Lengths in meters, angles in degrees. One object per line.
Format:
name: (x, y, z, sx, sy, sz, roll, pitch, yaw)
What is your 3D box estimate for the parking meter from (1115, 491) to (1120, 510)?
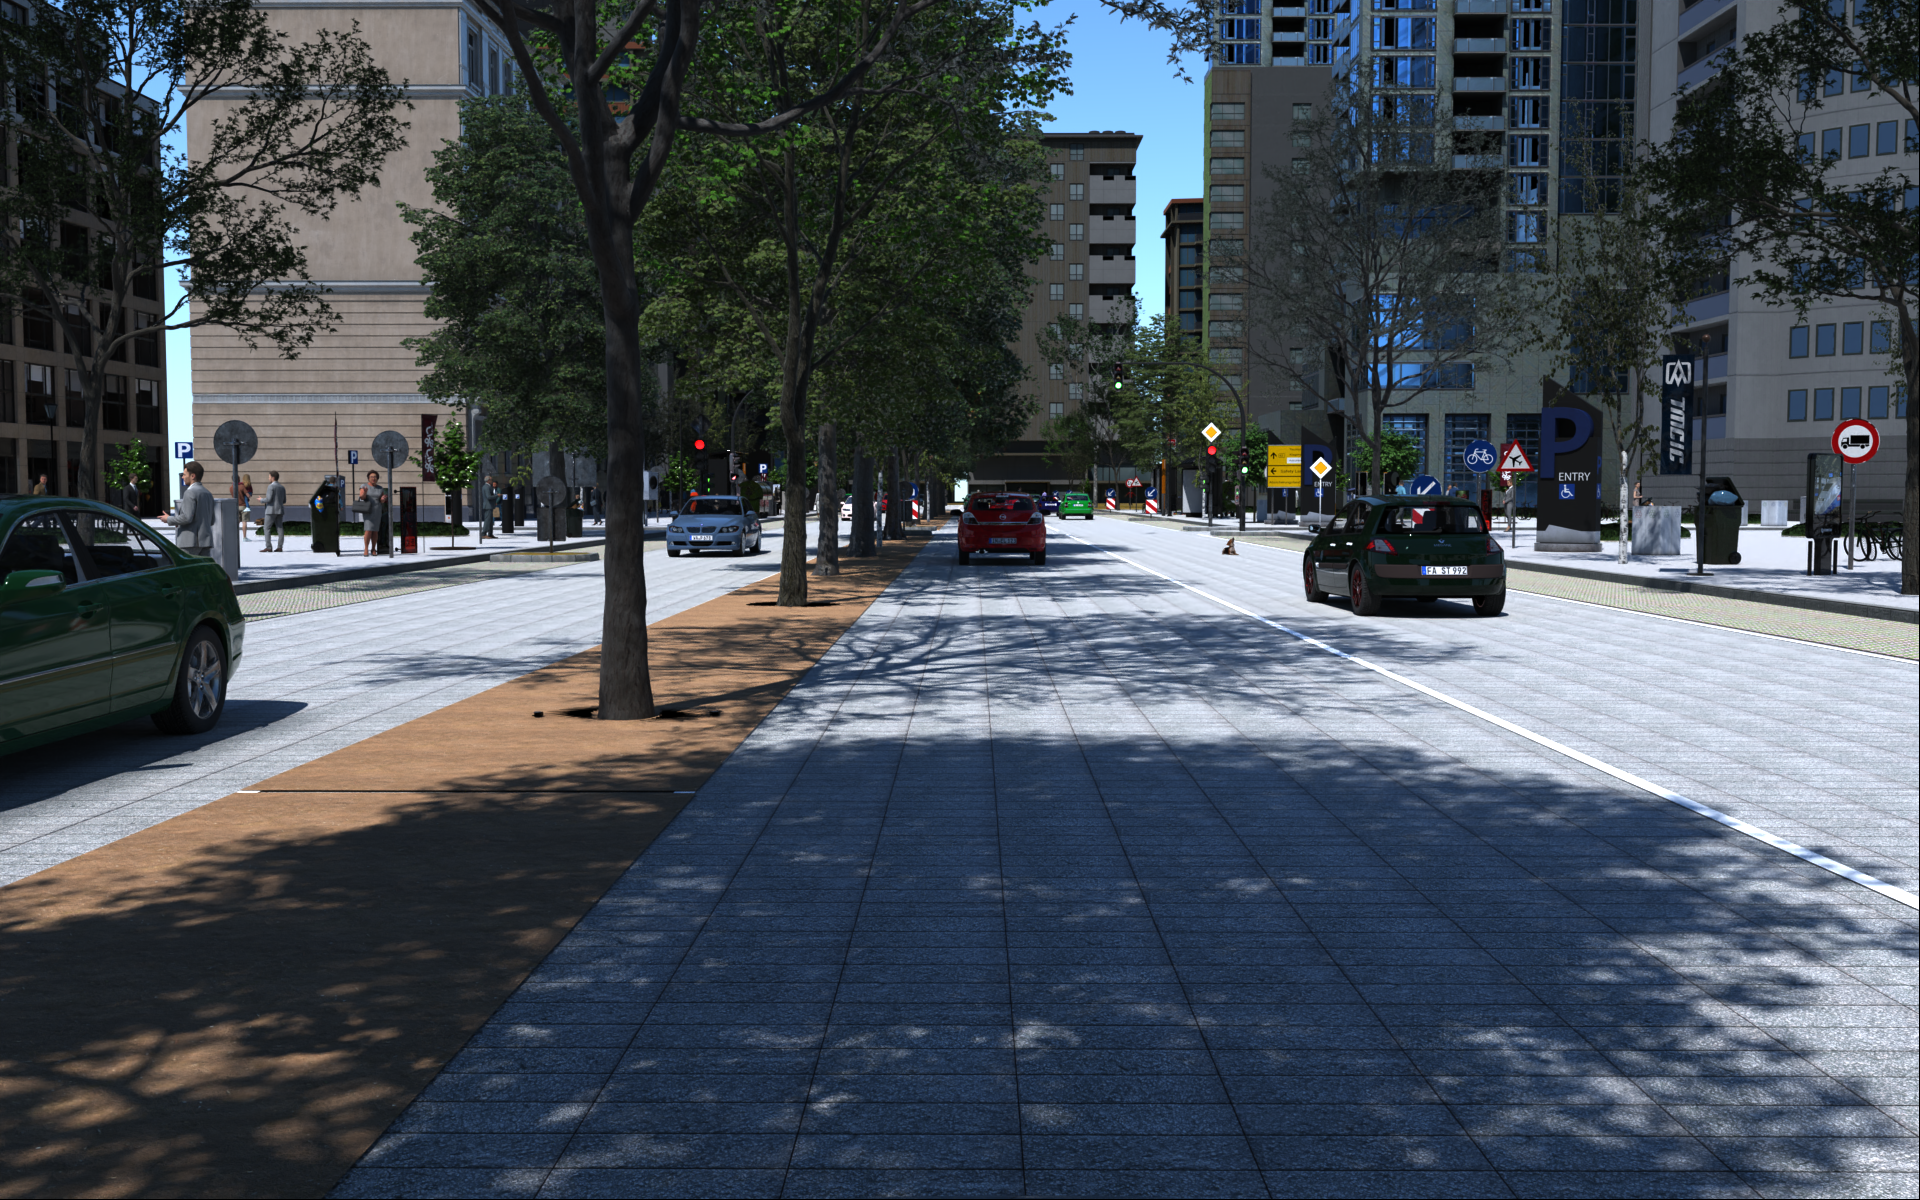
parking meter: (12.949, -8.189, 142.296, 0.372, 1.533, 0.369, 0, 3, 0)

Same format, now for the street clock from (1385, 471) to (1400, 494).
street clock: (13.788, -3.100, 55.249, 0.471, 2.002, 0.358, -3, 5, -40)

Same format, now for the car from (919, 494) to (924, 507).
car: (-4.758, -11.193, 192.786, 2.009, 1.686, 4.222, 0, 4, 2)

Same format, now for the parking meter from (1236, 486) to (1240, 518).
parking meter: (14.732, -5.223, 91.103, 0.399, 1.863, 0.255, -1, 4, -12)

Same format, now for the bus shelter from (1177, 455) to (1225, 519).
bus shelter: (12.966, -6.053, 92.893, 2.014, 3.302, 5.546, 0, 4, 1)

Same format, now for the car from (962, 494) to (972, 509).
car: (1.252, -9.339, 164.494, 2.131, 1.459, 4.920, 0, 4, 0)

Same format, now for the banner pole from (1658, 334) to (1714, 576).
banner pole: (11.464, -2.280, 27.293, 0.863, 3.779, 0.401, 1, 4, 18)

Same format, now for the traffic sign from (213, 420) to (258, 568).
traffic sign: (-12.466, -1.817, 29.816, 0.768, 2.556, 0.104, 0, 4, 1)

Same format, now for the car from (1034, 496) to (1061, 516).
car: (5.694, -6.027, 111.117, 1.945, 1.354, 3.894, 0, 4, -1)

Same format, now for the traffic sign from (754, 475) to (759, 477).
traffic sign: (-13.637, -7.129, 116.667, 0.768, 2.556, 0.104, 0, 4, 5)

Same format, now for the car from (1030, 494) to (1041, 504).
car: (6.306, -8.477, 150.397, 2.131, 1.459, 4.920, 0, 4, -2)

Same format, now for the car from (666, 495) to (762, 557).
car: (-5.775, -1.777, 41.062, 2.014, 1.417, 4.499, 0, 4, 1)

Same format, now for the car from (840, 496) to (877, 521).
car: (-5.413, -4.996, 94.053, 2.083, 1.381, 4.827, 0, 4, 0)

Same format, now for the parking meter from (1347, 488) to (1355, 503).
parking meter: (15.435, -3.660, 68.251, 0.372, 1.533, 0.369, 0, 3, 0)

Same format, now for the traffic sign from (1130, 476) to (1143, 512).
traffic sign: (12.547, -7.535, 123.202, 0.884, 2.594, 0.081, 0, 4, 8)

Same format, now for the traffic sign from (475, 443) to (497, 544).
traffic sign: (-12.319, -2.719, 44.453, 0.884, 2.594, 0.081, 0, 4, 2)

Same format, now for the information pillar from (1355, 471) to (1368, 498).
information pillar: (13.051, -3.172, 56.349, 0.304, 2.012, 0.304, -1, 4, -9)

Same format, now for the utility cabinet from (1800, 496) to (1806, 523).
utility cabinet: (27.945, -2.808, 57.074, 0.306, 1.237, 1.020, 1, 4, 13)

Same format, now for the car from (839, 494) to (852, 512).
car: (-8.243, -7.598, 133.015, 1.959, 1.807, 4.718, 0, 4, 2)

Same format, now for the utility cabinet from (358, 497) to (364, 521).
utility cabinet: (-19.279, -2.809, 57.088, 1.020, 1.237, 0.306, 0, 4, 7)

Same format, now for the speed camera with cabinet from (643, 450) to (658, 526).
speed camera with cabinet: (-12.641, -4.508, 68.049, 0.660, 3.252, 2.038, 1, 4, 22)

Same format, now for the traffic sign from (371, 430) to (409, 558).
traffic sign: (-11.416, -2.116, 34.698, 0.768, 2.556, 0.104, 0, 4, 5)

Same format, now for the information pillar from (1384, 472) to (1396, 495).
information pillar: (14.570, -3.317, 58.728, 0.304, 2.012, 0.304, -2, 4, -31)

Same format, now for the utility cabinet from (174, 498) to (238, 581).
utility cabinet: (-11.165, -0.886, 25.643, 1.020, 1.237, 0.306, 2, 4, 27)

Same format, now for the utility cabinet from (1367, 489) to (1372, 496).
utility cabinet: (16.415, -3.753, 70.038, 0.318, 1.500, 1.173, 2, 4, 33)

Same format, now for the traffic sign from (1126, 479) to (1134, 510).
traffic sign: (13.958, -8.678, 141.991, 0.768, 2.556, 0.104, 0, 4, 6)

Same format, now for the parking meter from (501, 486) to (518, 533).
parking meter: (-14.798, -2.951, 56.657, 0.372, 1.533, 0.369, 0, 3, 0)

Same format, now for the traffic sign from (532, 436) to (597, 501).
traffic sign: (-13.801, -4.070, 60.415, 2.265, 3.308, 0.079, 0, 4, 3)

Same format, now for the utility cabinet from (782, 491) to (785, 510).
utility cabinet: (-14.010, -7.981, 139.164, 0.318, 1.500, 1.173, -2, 4, -23)

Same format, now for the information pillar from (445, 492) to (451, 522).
information pillar: (-20.296, -3.934, 68.814, 0.304, 2.012, 0.304, 0, 4, -7)

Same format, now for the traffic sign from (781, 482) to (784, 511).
traffic sign: (-13.185, -7.793, 127.521, 0.768, 2.556, 0.104, 1, 4, 9)

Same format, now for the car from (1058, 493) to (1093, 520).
car: (6.513, -5.423, 97.458, 1.959, 1.807, 4.718, 0, 4, 0)

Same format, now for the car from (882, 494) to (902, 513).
car: (-4.991, -7.381, 129.715, 2.155, 1.783, 4.494, 0, 4, 0)

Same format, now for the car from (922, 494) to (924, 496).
car: (-4.190, -12.329, 213.575, 2.014, 1.417, 4.499, 0, 4, -1)

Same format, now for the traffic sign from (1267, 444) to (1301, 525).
traffic sign: (13.720, -4.717, 70.999, 2.265, 3.308, 0.079, 1, 4, 10)

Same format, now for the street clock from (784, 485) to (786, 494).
street clock: (-13.091, -7.713, 130.685, 0.358, 2.002, 0.471, -3, 5, -43)

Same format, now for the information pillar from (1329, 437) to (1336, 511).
information pillar: (15.169, -4.862, 70.854, 0.183, 3.616, 0.504, -3, 5, -44)

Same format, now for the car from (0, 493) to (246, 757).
car: (-5.422, 0.169, 9.037, 2.131, 1.459, 4.920, 0, 4, 0)

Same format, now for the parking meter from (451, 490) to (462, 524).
parking meter: (-17.508, -3.169, 60.224, 0.372, 1.533, 0.369, 0, 3, 0)

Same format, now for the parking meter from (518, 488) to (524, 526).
parking meter: (-17.509, -3.692, 68.773, 0.372, 1.533, 0.369, 0, 3, 0)

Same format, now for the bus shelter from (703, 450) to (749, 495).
bus shelter: (-12.930, -6.405, 96.009, 1.731, 3.624, 6.357, 0, 4, 0)

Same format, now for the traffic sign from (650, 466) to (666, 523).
traffic sign: (-13.606, -4.756, 77.862, 0.768, 2.556, 0.104, 0, 4, 1)

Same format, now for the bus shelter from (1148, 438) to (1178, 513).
bus shelter: (14.518, -8.864, 122.556, 2.179, 5.291, 8.768, 0, 4, 0)

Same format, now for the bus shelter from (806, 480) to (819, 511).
bus shelter: (-11.001, -8.726, 133.946, 1.731, 3.624, 6.357, 0, 4, 0)

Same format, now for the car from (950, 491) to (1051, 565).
car: (0.858, -1.680, 36.511, 2.155, 1.783, 4.494, 0, 4, 0)

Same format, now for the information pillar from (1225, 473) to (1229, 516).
information pillar: (15.846, -6.822, 102.889, 0.183, 3.616, 0.504, 1, 4, 17)

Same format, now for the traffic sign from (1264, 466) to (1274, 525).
traffic sign: (12.896, -4.362, 71.432, 0.768, 2.556, 0.104, 0, 4, 2)

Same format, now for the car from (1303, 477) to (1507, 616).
car: (5.494, -0.733, 21.769, 2.009, 1.686, 4.222, 0, 4, -1)
